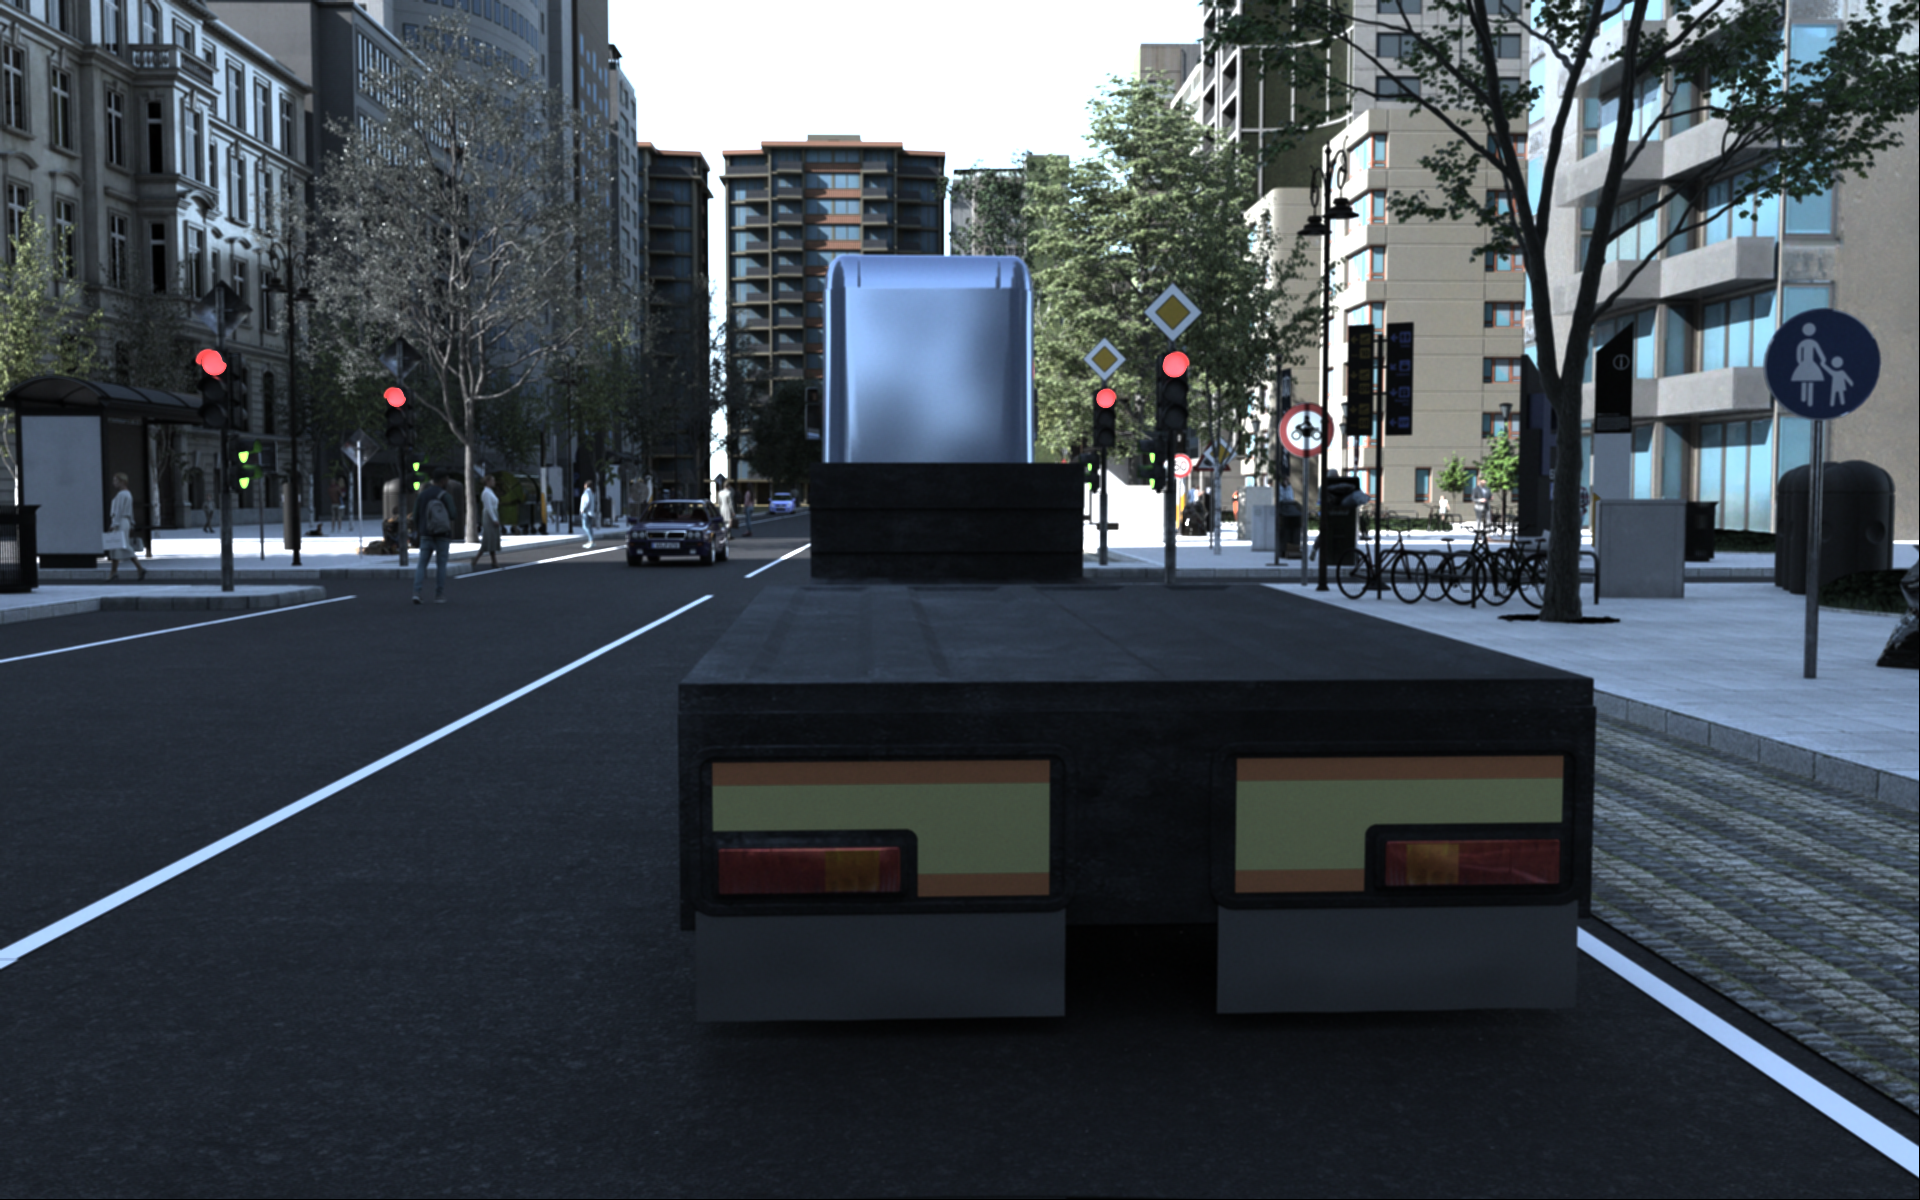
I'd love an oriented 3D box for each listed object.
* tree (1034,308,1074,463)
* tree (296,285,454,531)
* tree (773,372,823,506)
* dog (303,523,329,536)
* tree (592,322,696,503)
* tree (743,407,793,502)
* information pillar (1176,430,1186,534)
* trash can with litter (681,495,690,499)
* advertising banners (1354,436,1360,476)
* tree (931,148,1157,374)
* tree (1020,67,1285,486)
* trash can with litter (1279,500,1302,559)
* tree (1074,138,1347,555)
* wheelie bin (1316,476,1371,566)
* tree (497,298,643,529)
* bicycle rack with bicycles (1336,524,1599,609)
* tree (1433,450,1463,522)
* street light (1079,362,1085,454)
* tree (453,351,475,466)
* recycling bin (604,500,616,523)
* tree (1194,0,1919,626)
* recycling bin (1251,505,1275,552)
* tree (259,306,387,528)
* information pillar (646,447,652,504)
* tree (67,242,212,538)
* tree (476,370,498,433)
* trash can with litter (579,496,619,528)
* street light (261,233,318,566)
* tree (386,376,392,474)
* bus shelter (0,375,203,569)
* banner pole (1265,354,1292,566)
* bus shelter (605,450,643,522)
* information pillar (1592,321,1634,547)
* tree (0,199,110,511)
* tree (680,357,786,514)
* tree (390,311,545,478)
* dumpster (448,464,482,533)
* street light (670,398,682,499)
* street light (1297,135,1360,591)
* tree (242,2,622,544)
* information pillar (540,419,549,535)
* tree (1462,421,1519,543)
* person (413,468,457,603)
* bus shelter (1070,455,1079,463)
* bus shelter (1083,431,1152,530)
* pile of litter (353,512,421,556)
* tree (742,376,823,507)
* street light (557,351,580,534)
[{"bbox_3d":[3.825,-7.142,67.127,4.737,8.622,4.395,0,3,0],"label":"tree"},{"bbox_3d":[-21.147,-6.727,60.354,4.737,8.622,4.395,0,3,0],"label":"tree"},{"bbox_3d":[-17.154,-16.819,181.650,9.857,13.997,8.962,0,3,0],"label":"tree"},{"bbox_3d":[-19.641,-2.142,52.758,0.748,0.427,0.550,3,4,39],"label":"dog"},{"bbox_3d":[-13.692,-7.570,74.128,4.360,8.622,3.978,0,3,0],"label":"tree"},{"bbox_3d":[-15.250,-11.534,138.935,4.360,8.622,3.978,0,3,0],"label":"tree"},{"bbox_3d":[7.032,-3.896,55.048,0.183,3.616,0.504,-1,4,-17],"label":"information pillar"},{"bbox_3d":[-15.685,-5.530,101.470,2.233,1.210,1.678,-3,4,-38],"label":"trash can with litter"},{"bbox_3d":[8.778,-2.622,39.065,0.090,3.025,2.074,0,4,2],"label":"advertising banners"},{"bbox_3d":[4.236,-14.502,92.992,12.611,20.169,13.585,0,3,0],"label":"tree"},{"bbox_3d":[5.145,-7.871,46.826,7.486,12.596,7.792,0,3,0],"label":"tree"},{"bbox_3d":[6.652,-1.408,34.410,0.624,1.170,1.055,0,4,-2],"label":"trash can with litter"},{"bbox_3d":[5.582,-5.244,36.105,4.737,8.622,4.395,0,3,0],"label":"tree"},{"bbox_3d":[6.871,-1.420,31.122,0.980,1.594,0.693,1,4,19],"label":"wheelie bin"},{"bbox_3d":[-13.290,-6.861,62.536,4.737,8.622,4.395,0,3,0],"label":"tree"},{"bbox_3d":[6.199,-0.430,20.420,2.852,0.926,2.925,-1,4,-21],"label":"bicycle rack with bicycles"},{"bbox_3d":[21.959,-5.042,77.042,1.663,3.219,1.824,0,3,0],"label":"tree"},{"bbox_3d":[3.900,-5.055,55.437,0.468,5.910,1.993,0,4,-2],"label":"street light"},{"bbox_3d":[-24.608,-7.748,77.040,4.737,8.622,4.395,0,3,0],"label":"tree"},{"bbox_3d":[-16.005,-4.001,77.969,0.722,1.027,0.722,2,4,29],"label":"recycling bin"},{"bbox_3d":[5.966,-5.581,17.000,9.928,11.665,9.643,0,3,0],"label":"tree"},{"bbox_3d":[7.022,-1.612,38.911,0.722,1.027,0.722,3,4,36],"label":"recycling bin"},{"bbox_3d":[-24.789,-7.081,66.144,4.360,8.622,3.978,0,3,0],"label":"tree"},{"bbox_3d":[-13.996,-5.299,77.988,0.183,3.616,0.504,1,4,13],"label":"information pillar"},{"bbox_3d":[-23.568,-6.117,50.381,4.360,8.622,3.978,0,3,0],"label":"tree"},{"bbox_3d":[-25.146,-8.217,84.710,4.737,8.622,4.395,0,3,0],"label":"tree"},{"bbox_3d":[-13.880,-3.380,66.324,1.678,1.210,2.233,2,4,31],"label":"trash can with litter"},{"bbox_3d":[-11.925,-3.558,30.959,0.468,5.910,1.993,0,4,-2],"label":"street light"},{"bbox_3d":[-23.402,-7.477,72.606,4.360,8.622,3.978,0,3,0],"label":"tree"},{"bbox_3d":[-15.489,-2.342,32.210,2.014,3.302,5.546,0,4,-2],"label":"bus shelter"},{"bbox_3d":[5.717,-2.490,30.725,0.401,3.779,0.863,-1,4,-9],"label":"banner pole"},{"bbox_3d":[-16.325,-5.374,81.795,2.014,3.302,5.546,0,4,-2],"label":"bus shelter"},{"bbox_3d":[8.902,-1.972,23.591,0.504,3.616,0.183,1,4,23],"label":"information pillar"},{"bbox_3d":[-23.886,-5.721,43.895,4.737,8.622,4.395,0,3,0],"label":"tree"},{"bbox_3d":[-14.996,-10.961,113.620,7.601,10.594,8.767,-3,5,-44],"label":"tree"},{"bbox_3d":[-18.756,-7.092,66.314,4.360,8.622,3.978,0,3,0],"label":"tree"},{"bbox_3d":[-16.255,-3.286,56.220,1.502,2.255,1.985,0,4,-2],"label":"dumpster"},{"bbox_3d":[-13.459,-6.680,82.001,0.468,5.910,1.993,0,4,-2],"label":"street light"},{"bbox_3d":[4.818,-3.061,22.834,0.468,5.910,1.993,0,4,-2],"label":"street light"},{"bbox_3d":[-12.736,-8.197,44.392,12.009,13.543,11.850,0,3,0],"label":"tree"},{"bbox_3d":[-13.000,-3.836,54.079,0.183,3.616,0.504,0,4,-4],"label":"information pillar"},{"bbox_3d":[14.411,-3.136,45.879,1.663,3.219,1.824,0,3,0],"label":"tree"},{"bbox_3d":[-6.918,-0.856,22.835,0.623,1.781,0.721,0,4,-2],"label":"person"},{"bbox_3d":[6.341,-5.345,81.310,2.014,3.302,5.546,0,4,-2],"label":"bus shelter"},{"bbox_3d":[5.431,-3.965,58.748,2.014,3.302,5.546,0,4,-2],"label":"bus shelter"},{"bbox_3d":[-12.323,-1.400,36.848,1.176,0.858,1.719,0,4,-5],"label":"pile of litter"},{"bbox_3d":[-16.243,-15.361,168.155,9.611,12.733,9.660,0,3,0],"label":"tree"},{"bbox_3d":[-12.659,-5.098,56.146,0.468,5.910,1.993,0,4,-2],"label":"street light"}]
